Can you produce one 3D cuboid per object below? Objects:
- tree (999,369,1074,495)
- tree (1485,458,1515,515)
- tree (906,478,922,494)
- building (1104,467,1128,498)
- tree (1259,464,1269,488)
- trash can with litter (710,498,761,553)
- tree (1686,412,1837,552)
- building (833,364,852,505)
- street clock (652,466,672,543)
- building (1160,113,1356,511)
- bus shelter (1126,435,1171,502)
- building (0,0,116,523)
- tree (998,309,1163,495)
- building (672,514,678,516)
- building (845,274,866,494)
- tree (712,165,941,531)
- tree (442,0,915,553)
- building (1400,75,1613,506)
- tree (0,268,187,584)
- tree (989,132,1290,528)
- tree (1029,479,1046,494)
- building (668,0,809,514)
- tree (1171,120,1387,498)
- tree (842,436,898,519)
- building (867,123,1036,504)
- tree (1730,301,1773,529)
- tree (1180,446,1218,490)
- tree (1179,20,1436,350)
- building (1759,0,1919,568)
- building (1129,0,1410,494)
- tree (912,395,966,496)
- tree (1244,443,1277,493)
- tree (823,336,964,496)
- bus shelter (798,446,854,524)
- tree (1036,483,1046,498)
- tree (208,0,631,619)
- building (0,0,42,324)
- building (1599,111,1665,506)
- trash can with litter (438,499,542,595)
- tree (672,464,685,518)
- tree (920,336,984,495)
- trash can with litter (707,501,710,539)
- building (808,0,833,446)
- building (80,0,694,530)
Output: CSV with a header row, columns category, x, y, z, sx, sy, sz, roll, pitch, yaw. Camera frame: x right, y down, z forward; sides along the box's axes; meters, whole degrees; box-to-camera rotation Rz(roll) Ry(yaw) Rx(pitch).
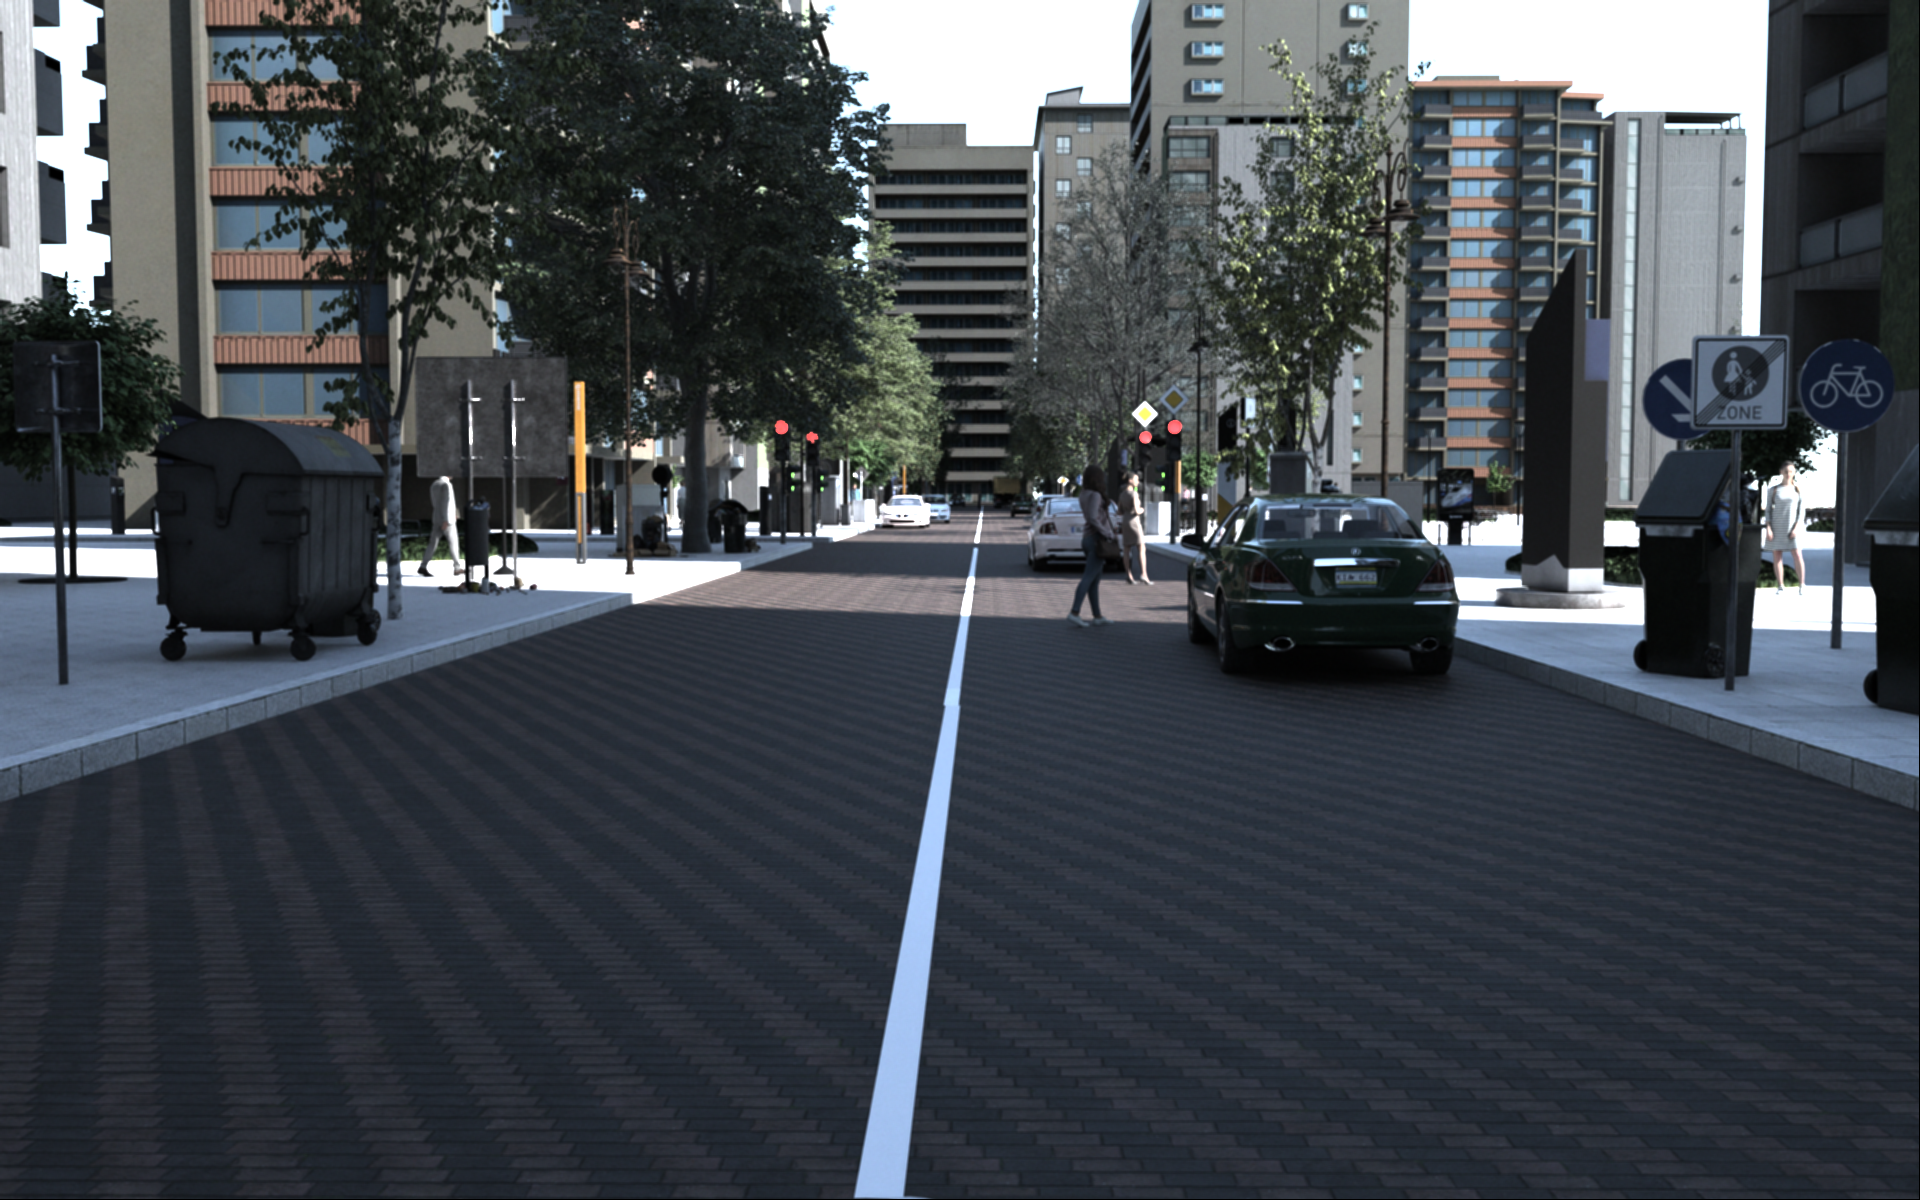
category,x,y,z,sx,sy,sz,roll,pitch,yaw
tree,8.301,-15.576,161.325,9.857,13.997,8.962,0,3,0
tree,28.273,-5.941,91.738,1.663,3.219,1.824,0,3,0
tree,-4.322,-10.500,166.272,1.663,3.219,1.824,0,3,0
building,27.233,-52.911,177.771,22.319,86.520,31.000,0,4,1
tree,17.809,-6.216,96.236,1.663,3.219,1.824,0,3,0
trash can with litter,-4.848,-1.623,37.925,0.624,1.170,1.055,2,4,26
tree,18.170,-3.391,39.163,4.285,4.588,4.351,0,3,0
building,-26.093,-20.696,183.416,28.899,21.520,27.650,0,4,1
street clock,-7.580,-2.419,44.127,0.471,2.002,0.358,1,4,22
building,22.513,-22.249,135.473,14.160,30.474,14.107,0,4,1
bus shelter,7.844,-4.910,71.564,1.731,3.624,6.357,0,4,1
building,-56.062,-29.628,73.650,27.495,52.752,28.713,0,4,1
tree,7.174,-11.173,99.688,9.611,12.733,9.660,0,3,0
building,-19.585,-25.764,104.832,14.154,41.232,14.086,0,4,1
building,-19.475,-27.765,225.651,14.107,30.474,14.160,0,4,1
tree,-5.208,-8.669,59.858,7.486,12.596,7.792,0,3,0
tree,-5.899,-8.008,37.580,9.857,13.997,8.962,0,3,0
building,53.527,-32.378,184.006,28.867,44.769,22.147,0,4,1
tree,-13.123,-2.544,25.316,4.285,4.588,4.351,0,3,0
tree,6.029,-9.141,59.818,12.009,13.543,11.850,0,3,0
tree,7.675,-10.794,171.089,1.663,3.219,1.824,0,3,0
building,-19.328,-27.572,134.402,14.154,41.232,14.086,0,4,1
tree,6.609,-5.153,34.617,4.360,8.622,3.978,0,3,0
tree,-4.850,-6.409,88.505,4.285,4.588,4.351,0,3,0
building,-1.003,-37.045,229.383,21.600,48.544,21.300,0,4,1
tree,29.706,-6.950,64.003,4.360,8.622,3.978,0,3,0
tree,16.158,-8.197,117.726,4.285,4.588,4.351,0,3,0
tree,5.658,-4.729,27.675,4.737,8.622,4.395,0,3,0
building,21.707,-21.077,28.198,14.154,41.232,14.086,0,4,1
building,26.460,-32.354,152.688,21.300,48.544,21.600,0,4,1
tree,-3.894,-13.169,149.721,7.601,10.594,8.767,3,5,42
tree,18.605,-7.360,104.052,4.285,4.588,4.351,0,3,0
tree,-4.750,-12.681,124.345,9.611,12.733,9.660,0,3,0
bus shelter,-6.112,-6.086,77.133,2.179,5.291,8.768,0,4,1
tree,8.810,-14.994,195.511,4.360,8.622,3.978,0,3,0
tree,-5.719,-4.123,17.768,4.737,8.622,4.395,0,3,0
building,-24.996,-15.764,29.435,14.107,30.474,14.160,0,4,1
building,75.059,-30.844,187.889,14.086,41.232,14.154,0,4,1
trash can with litter,-6.152,-0.736,23.098,1.678,1.210,2.233,1,4,14
tree,-15.961,-6.048,93.491,1.663,3.219,1.824,0,3,0
tree,-2.721,-21.344,204.855,12.611,20.169,13.585,0,3,0
trash can with litter,-6.553,-2.054,44.966,0.624,1.170,1.055,3,4,38
building,-22.840,-32.338,152.426,21.300,48.544,21.600,0,4,1
building,-23.530,-25.621,73.527,22.147,44.769,28.867,0,4,1
